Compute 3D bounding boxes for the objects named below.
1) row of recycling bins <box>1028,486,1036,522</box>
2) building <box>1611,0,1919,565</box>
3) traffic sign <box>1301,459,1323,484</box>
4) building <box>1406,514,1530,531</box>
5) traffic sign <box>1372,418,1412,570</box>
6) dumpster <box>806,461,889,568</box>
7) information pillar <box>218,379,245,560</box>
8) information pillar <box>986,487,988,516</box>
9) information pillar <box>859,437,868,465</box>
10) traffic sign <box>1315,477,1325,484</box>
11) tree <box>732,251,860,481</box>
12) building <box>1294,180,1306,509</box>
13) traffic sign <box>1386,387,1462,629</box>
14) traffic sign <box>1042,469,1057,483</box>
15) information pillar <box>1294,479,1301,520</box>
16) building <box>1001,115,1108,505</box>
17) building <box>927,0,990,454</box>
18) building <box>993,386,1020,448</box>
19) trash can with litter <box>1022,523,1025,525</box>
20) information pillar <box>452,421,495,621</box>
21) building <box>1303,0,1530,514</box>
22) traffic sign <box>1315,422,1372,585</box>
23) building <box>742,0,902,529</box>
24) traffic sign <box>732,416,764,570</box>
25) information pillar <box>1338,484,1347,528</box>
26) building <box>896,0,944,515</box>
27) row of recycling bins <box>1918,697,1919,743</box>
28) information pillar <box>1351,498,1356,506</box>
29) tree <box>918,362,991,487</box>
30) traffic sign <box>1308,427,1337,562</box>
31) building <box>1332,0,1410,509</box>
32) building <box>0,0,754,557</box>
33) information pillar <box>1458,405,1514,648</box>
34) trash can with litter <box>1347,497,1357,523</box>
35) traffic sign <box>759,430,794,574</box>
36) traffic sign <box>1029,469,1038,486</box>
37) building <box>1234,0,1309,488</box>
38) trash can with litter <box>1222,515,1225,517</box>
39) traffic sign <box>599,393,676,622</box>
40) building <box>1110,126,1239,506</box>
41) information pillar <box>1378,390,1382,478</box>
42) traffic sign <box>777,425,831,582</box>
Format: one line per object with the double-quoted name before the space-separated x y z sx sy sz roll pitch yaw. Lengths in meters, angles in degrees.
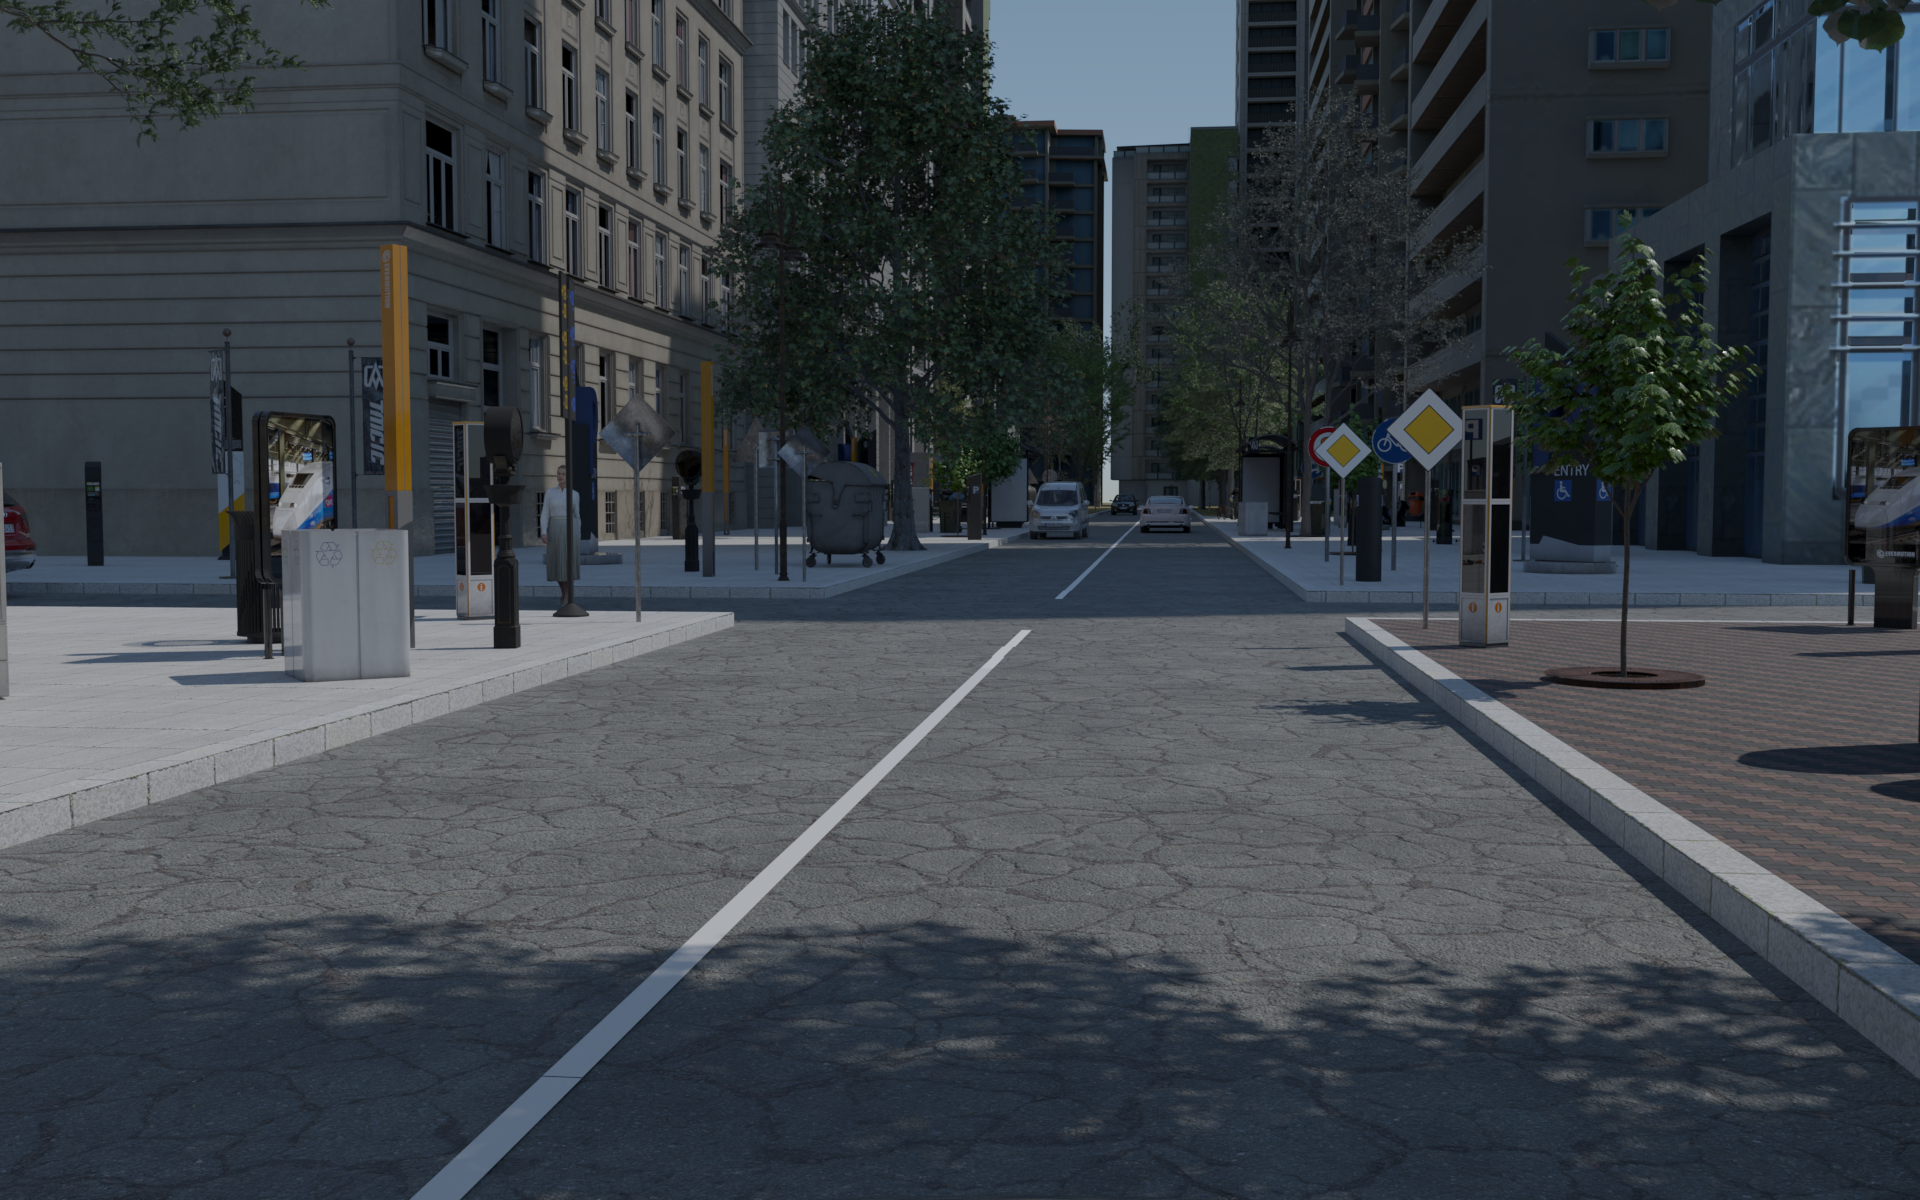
"row of recycling bins" 3.069 -4.556 81.607 1.069 1.692 3.534 0 4 5
"building" 31.591 -44.361 37.979 31.000 86.520 22.319 0 4 7
"traffic sign" 11.977 -3.594 58.873 0.768 2.556 0.104 1 4 13
"building" 30.134 -27.199 68.408 21.300 48.544 21.600 0 4 7
"traffic sign" 7.287 -1.769 29.031 0.768 2.556 0.104 1 4 14
"dumpster" -2.033 -1.531 30.797 1.264 1.857 1.865 0 4 7
"information pillar" -14.183 -2.587 33.645 0.504 3.616 0.183 -1 4 -14
"information pillar" 1.394 -5.827 99.768 0.304 2.012 0.304 3 4 37
"information pillar" -3.465 -4.337 62.267 0.183 3.616 0.504 2 4 32
"traffic sign" 12.773 -3.801 62.146 0.884 2.594 0.081 1 4 12
"tree" -4.393 -6.135 50.674 4.360 8.622 3.978 0 3 0
"building" 37.433 -23.602 157.589 14.160 30.474 14.107 0 4 7
"traffic sign" 4.416 -0.779 16.378 0.795 2.450 0.064 0 4 7
"traffic sign" 4.609 -5.451 89.225 0.768 2.556 0.104 0 4 8
"information pillar" 16.904 -5.048 87.028 0.304 2.012 0.304 -1 4 -19
"building" 2.613 -33.562 203.360 28.867 44.769 22.147 0 4 7
"building" -5.439 -27.224 128.703 14.154 41.232 14.086 0 4 7
"building" -10.918 -51.660 157.309 31.000 86.520 22.319 0 4 7
"trash can with litter" 2.252 -3.674 71.451 0.624 1.170 1.055 -3 5 -43
"information pillar" -4.958 -0.806 17.678 0.304 2.012 0.304 -3 5 -40
"building" 39.444 -31.508 138.849 21.300 48.544 21.600 0 4 7
"traffic sign" 5.367 -1.264 24.307 0.795 2.450 0.064 0 4 7
"building" -10.200 -18.396 78.273 11.434 29.767 29.804 0 4 7
"traffic sign" -3.419 -1.776 29.040 0.884 2.594 0.081 1 4 15
"information pillar" 14.567 -3.755 65.892 0.304 2.012 0.304 1 4 17
"building" -10.663 -41.140 110.885 20.563 71.187 20.611 0 4 7
"row of recycling bins" 5.399 -0.005 7.200 1.069 1.692 3.534 0 4 -6
"information pillar" 13.333 -4.120 58.709 0.183 3.616 0.504 0 4 3
"tree" -0.407 -7.960 80.501 4.737 8.622 4.395 0 3 0
"traffic sign" 6.963 -2.000 32.801 0.768 2.556 0.104 0 4 8
"building" 36.386 -28.094 113.963 22.147 44.769 28.867 0 4 7
"building" -16.651 -13.204 49.163 16.112 22.955 30.059 0 4 7
"information pillar" 4.408 -0.613 14.516 0.304 2.012 0.304 -2 4 -33
"trash can with litter" 17.387 -3.971 76.316 0.624 1.170 1.055 -1 4 -14
"traffic sign" -2.931 -1.559 27.625 0.606 2.300 0.079 1 4 16
"traffic sign" 3.541 -5.397 88.248 0.884 2.594 0.081 1 4 10
"building" 41.790 -46.381 196.574 20.611 71.187 20.563 0 4 7
"trash can with litter" 15.148 -5.132 94.966 1.678 1.210 2.233 -3 5 -43
"traffic sign" -3.221 -0.836 17.311 0.795 2.450 0.064 0 4 7
"building" 24.177 -31.359 196.319 14.086 41.232 14.154 0 4 7
"information pillar" 9.391 -2.902 38.796 0.183 3.616 0.504 1 4 12
"traffic sign" -2.270 -1.321 25.240 0.795 2.450 0.064 0 4 7
